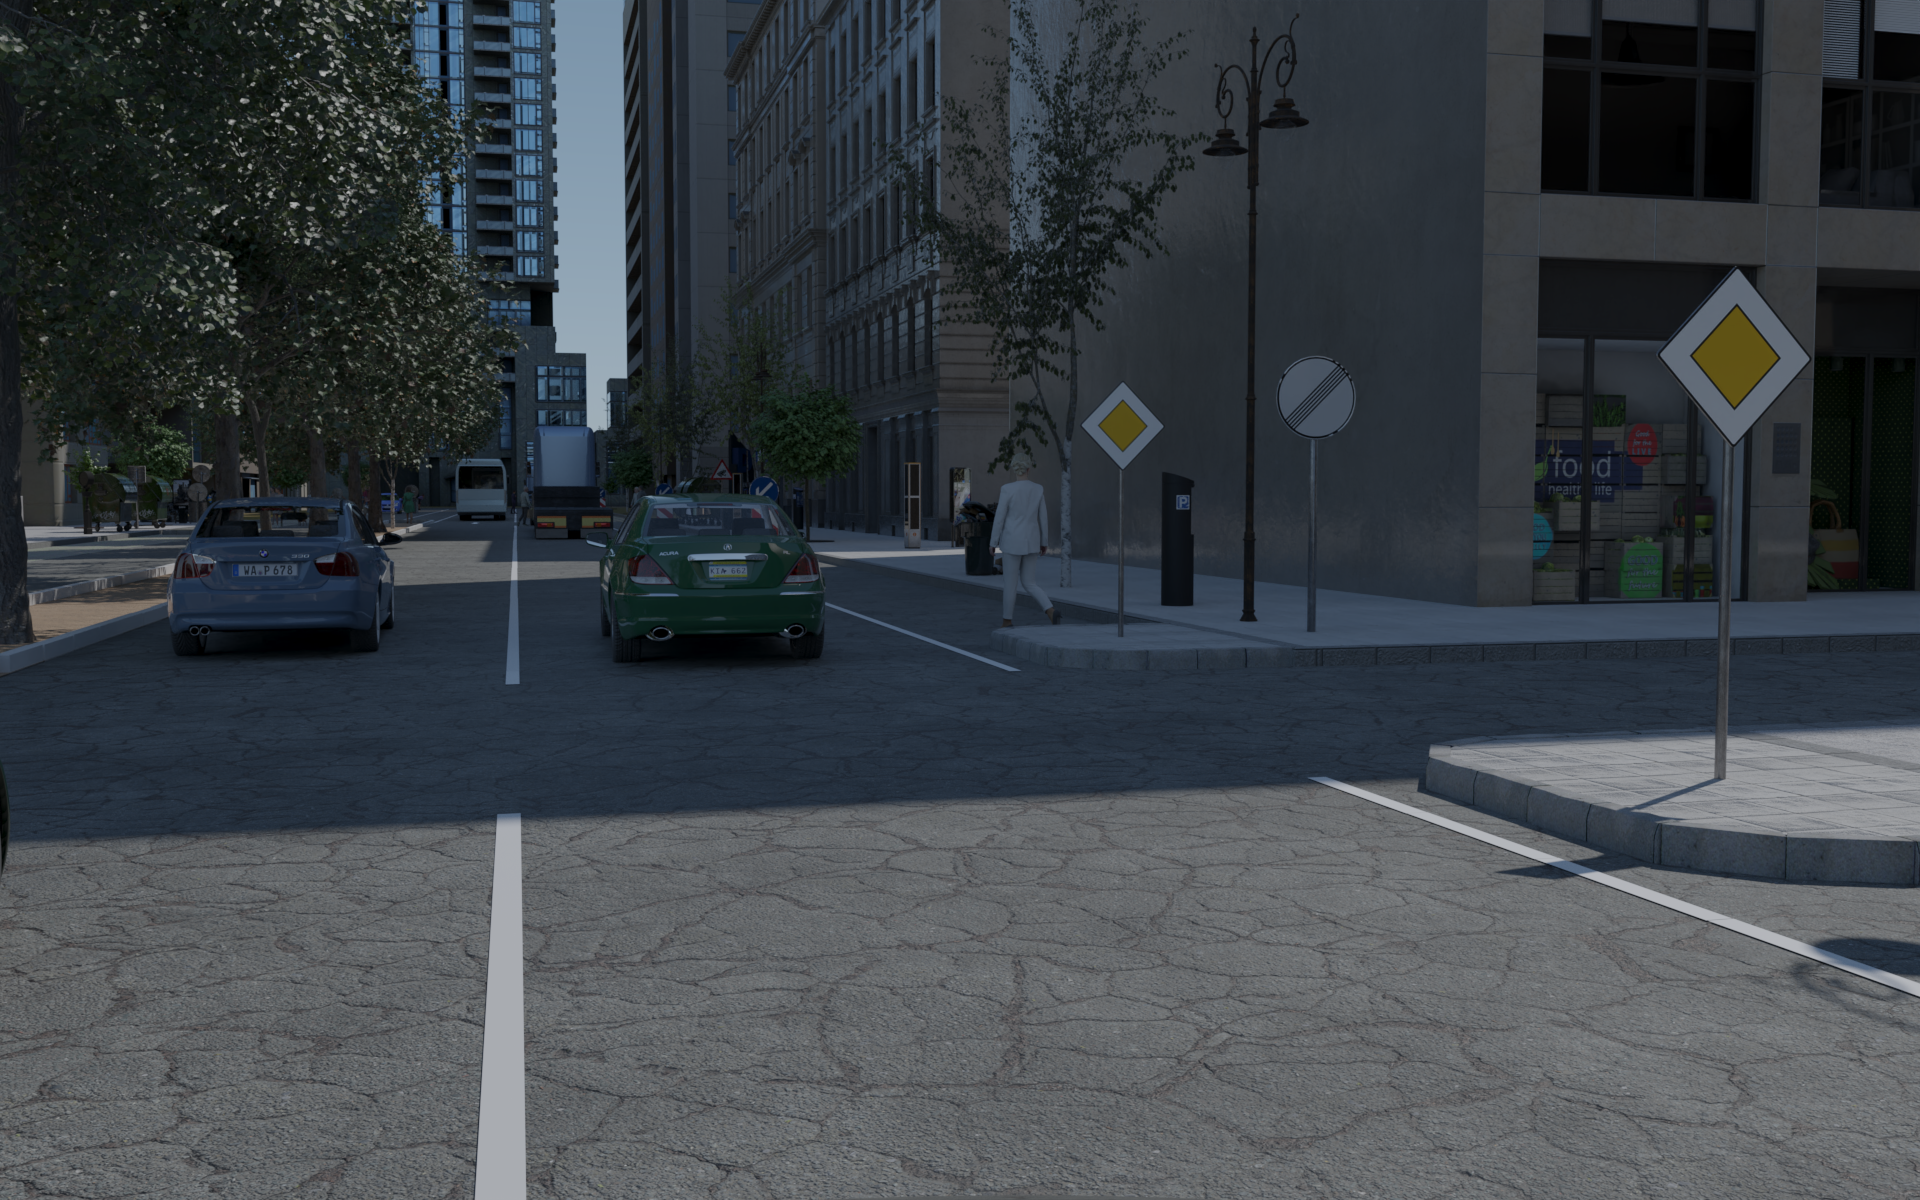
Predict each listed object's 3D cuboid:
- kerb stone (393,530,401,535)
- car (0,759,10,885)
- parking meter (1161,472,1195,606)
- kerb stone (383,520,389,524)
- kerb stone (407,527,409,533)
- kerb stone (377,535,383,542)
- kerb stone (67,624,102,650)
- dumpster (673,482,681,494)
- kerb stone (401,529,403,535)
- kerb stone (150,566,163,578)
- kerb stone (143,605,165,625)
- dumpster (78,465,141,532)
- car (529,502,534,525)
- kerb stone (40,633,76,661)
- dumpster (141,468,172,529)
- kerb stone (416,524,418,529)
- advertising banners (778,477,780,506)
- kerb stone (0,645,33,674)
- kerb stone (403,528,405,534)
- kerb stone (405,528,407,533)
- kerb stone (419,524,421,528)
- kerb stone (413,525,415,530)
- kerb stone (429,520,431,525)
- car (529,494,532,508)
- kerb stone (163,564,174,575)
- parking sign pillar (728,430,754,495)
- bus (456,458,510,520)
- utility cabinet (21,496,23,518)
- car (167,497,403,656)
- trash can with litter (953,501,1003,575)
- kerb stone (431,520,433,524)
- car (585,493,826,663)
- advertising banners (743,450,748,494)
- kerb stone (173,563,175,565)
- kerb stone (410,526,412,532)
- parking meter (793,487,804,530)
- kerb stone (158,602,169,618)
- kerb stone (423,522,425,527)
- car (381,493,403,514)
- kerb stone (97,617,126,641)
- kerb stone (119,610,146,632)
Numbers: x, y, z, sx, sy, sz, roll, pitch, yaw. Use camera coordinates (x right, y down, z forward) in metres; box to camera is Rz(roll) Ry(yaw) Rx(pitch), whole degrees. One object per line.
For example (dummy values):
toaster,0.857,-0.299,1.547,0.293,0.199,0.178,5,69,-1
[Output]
kerb stone,-19.222,-2.250,58.995,0.120,0.150,1.000,-1,4,-14
car,-3.465,0.372,3.703,2.009,1.686,4.222,-1,4,-13
parking meter,2.502,-0.703,19.908,0.372,1.533,0.369,0,3,0
kerb stone,-27.883,-3.801,84.338,0.120,0.150,1.000,-1,4,-14
kerb stone,-20.240,-2.494,62.978,0.120,0.150,1.000,-1,4,-14
kerb stone,-17.695,-1.886,53.035,0.120,0.150,1.000,-1,4,-14
kerb stone,-8.262,0.363,16.267,0.120,0.150,1.000,-1,4,-14
dumpster,-11.637,-4.208,74.566,1.264,1.857,1.865,-1,4,-14
kerb stone,-19.478,-2.312,59.995,0.120,0.150,1.000,-1,4,-14
kerb stone,-13.866,-0.455,29.666,0.120,0.150,1.000,-1,4,-14
kerb stone,-9.028,0.186,19.241,0.120,0.150,1.000,-1,4,-14
dumpster,-28.886,-3.438,58.701,1.502,2.255,1.985,-1,4,-14
car,-19.086,-4.209,80.617,2.131,1.459,4.920,-1,4,-14
kerb stone,-8.007,0.427,15.275,0.120,0.150,1.000,-1,4,-14
dumpster,-30.243,-3.782,64.331,1.502,2.255,1.985,-1,4,-14
kerb stone,-21.766,-2.858,68.921,0.120,0.150,1.000,-1,4,-14
advertising banners,-5.647,-3.530,53.899,0.090,3.025,2.074,0,4,-5
kerb stone,-7.761,0.486,14.283,0.120,0.150,1.000,-1,4,-14
kerb stone,-19.727,-2.373,60.988,0.120,0.150,1.000,-1,4,-14
kerb stone,-19.983,-2.434,61.986,0.120,0.150,1.000,-1,4,-14
kerb stone,-22.279,-2.979,70.907,0.120,0.150,1.000,-1,4,-14
kerb stone,-21.262,-2.735,66.938,0.120,0.150,1.000,-1,4,-14
kerb stone,-24.317,-3.467,78.876,0.120,0.150,1.000,-1,4,-14
car,-33.610,-7.659,137.225,2.014,1.417,4.499,-1,4,-14
kerb stone,-14.126,-0.514,30.667,0.120,0.150,1.000,-1,4,-14
parking sign pillar,-9.248,-5.189,73.319,1.447,3.967,1.447,2,4,28
bus,-26.771,-6.261,97.228,2.948,3.499,13.247,-1,4,-14
utility cabinet,-30.334,-2.680,54.979,1.020,1.237,0.306,-1,4,-18
car,-6.471,-0.292,16.776,2.014,1.417,4.499,-1,4,-15
trash can with litter,0.454,-0.987,27.530,1.055,1.170,0.624,-3,5,-42
kerb stone,-24.825,-3.588,80.861,0.120,0.150,1.000,-1,4,-14
car,-2.421,-0.276,16.315,2.131,1.459,4.920,-1,4,-13
advertising banners,-8.495,-4.434,68.686,0.090,3.025,2.074,0,4,-1
kerb stone,-14.383,-0.579,31.656,0.120,0.150,1.000,-1,4,-14
kerb stone,-20.751,-2.615,64.958,0.120,0.150,1.000,-1,4,-14
parking meter,-5.844,-3.315,62.604,0.372,1.533,0.369,0,3,0
kerb stone,-9.285,0.120,20.230,0.120,0.150,1.000,-1,4,-14
kerb stone,-23.040,-3.160,73.900,0.120,0.150,1.000,-1,4,-14
car,-41.328,-7.078,125.314,1.945,1.707,3.694,-1,4,-15
kerb stone,-8.518,0.302,17.260,0.120,0.150,1.000,-1,4,-14
kerb stone,-8.775,0.242,18.250,0.120,0.150,1.000,-1,4,-14
